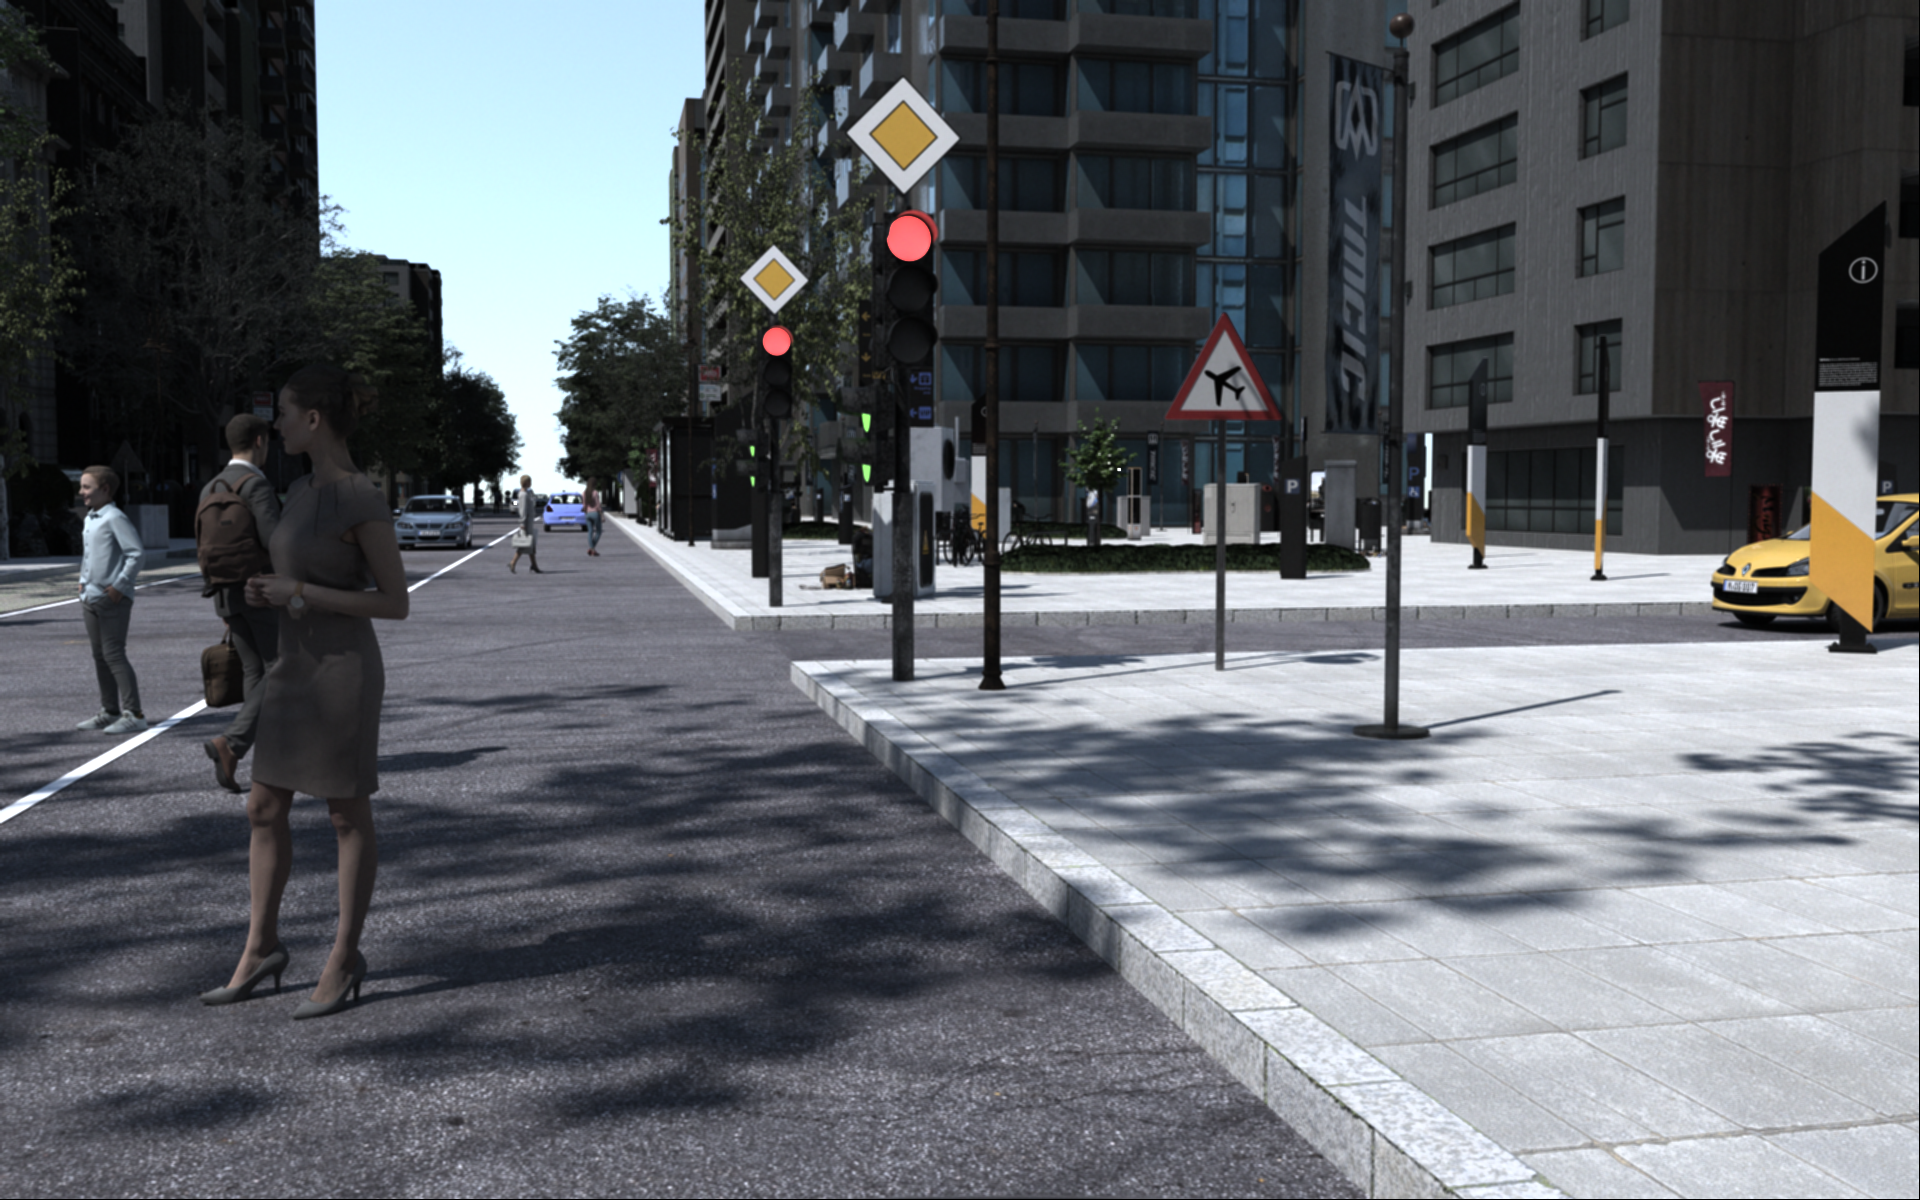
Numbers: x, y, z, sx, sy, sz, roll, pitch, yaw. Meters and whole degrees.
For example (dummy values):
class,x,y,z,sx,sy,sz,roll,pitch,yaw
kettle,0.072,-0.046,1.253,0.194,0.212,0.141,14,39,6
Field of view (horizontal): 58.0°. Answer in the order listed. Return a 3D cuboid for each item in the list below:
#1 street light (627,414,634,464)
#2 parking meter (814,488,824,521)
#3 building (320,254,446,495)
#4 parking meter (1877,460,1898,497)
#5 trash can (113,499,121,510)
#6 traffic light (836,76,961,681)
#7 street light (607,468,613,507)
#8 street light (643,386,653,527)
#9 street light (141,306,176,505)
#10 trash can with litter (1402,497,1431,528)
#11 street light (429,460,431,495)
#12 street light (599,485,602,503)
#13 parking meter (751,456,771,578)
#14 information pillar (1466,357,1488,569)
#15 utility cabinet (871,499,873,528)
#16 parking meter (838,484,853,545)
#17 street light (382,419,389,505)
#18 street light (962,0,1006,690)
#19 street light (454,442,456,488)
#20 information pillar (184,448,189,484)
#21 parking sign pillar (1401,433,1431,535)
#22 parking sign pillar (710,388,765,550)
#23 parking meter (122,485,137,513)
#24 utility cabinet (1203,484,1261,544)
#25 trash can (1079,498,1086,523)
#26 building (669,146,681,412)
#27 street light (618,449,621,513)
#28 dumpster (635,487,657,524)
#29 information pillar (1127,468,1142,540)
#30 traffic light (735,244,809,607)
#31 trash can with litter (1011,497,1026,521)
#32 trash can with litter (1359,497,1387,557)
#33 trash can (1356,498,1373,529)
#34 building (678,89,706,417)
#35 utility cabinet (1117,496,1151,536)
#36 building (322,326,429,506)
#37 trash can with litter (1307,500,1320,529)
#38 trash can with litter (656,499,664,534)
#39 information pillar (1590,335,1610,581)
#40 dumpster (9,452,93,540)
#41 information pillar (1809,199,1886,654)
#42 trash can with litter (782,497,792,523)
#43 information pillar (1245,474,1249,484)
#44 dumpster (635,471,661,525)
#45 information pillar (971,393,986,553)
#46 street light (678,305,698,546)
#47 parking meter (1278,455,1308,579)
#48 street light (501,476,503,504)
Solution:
class,x,y,z,sx,sy,sz,roll,pitch,yaw
street light,-17.647,-7.328,92.600,0.468,5.910,1.993,-1,4,-12
parking meter,-5.517,-3.623,67.648,0.372,1.533,0.369,0,3,0
building,-71.260,-26.982,212.851,14.160,30.474,14.107,-1,4,-12
parking meter,15.531,-1.435,29.181,0.399,1.863,0.255,0,4,-8
trash can,-25.881,-2.559,53.496,0.748,1.137,0.748,0,3,0
traffic light,-0.410,-1.400,11.814,0.839,4.253,0.868,-1,4,-12
street light,-28.479,-10.346,141.941,0.468,5.910,1.993,-1,4,-12
street light,-12.121,-5.801,67.636,0.468,5.910,1.993,-1,4,-12
street light,-19.682,-4.274,42.660,0.468,5.910,1.993,-1,4,-12
trash can with litter,16.254,-3.085,61.831,1.055,1.170,0.624,0,4,-3
street light,-35.809,-8.817,116.944,0.468,5.910,1.993,-1,4,-12
street light,-40.527,-13.724,197.173,0.468,5.910,1.993,-1,4,-12
parking meter,-3.032,-1.281,26.660,0.255,1.863,0.399,1,4,14
information pillar,8.846,-2.340,29.617,0.504,3.616,0.183,-3,5,-43
utility cabinet,-1.257,-1.008,27.647,0.306,1.237,1.020,0,4,-5
parking meter,-2.904,-2.179,44.045,0.372,1.533,0.369,0,3,0
street light,-30.433,-7.294,92.040,0.468,5.910,1.993,-1,4,-12
street light,0.211,-2.351,11.228,0.468,5.910,1.993,-1,4,-12
street light,-41.333,-10.338,141.815,0.468,5.910,1.993,-1,4,-12
information pillar,-36.773,-5.570,82.418,0.504,3.616,0.183,3,5,42
parking sign pillar,14.340,-4.035,54.451,1.447,3.967,1.447,1,4,20
parking sign pillar,-5.139,-3.190,40.624,1.447,3.967,1.447,-2,4,-23
parking meter,-22.850,-2.403,47.693,0.372,1.533,0.369,0,3,0
utility cabinet,5.726,-1.703,36.518,1.173,1.500,0.318,2,4,35
trash can,4.696,-3.134,62.901,0.748,1.137,0.748,0,3,0
building,-27.296,-32.041,207.469,14.154,41.232,14.086,-1,4,-12
street light,-23.052,-8.823,117.049,0.468,5.910,1.993,-1,4,-12
dumpster,-13.515,-4.268,75.536,1.264,1.857,1.865,-1,4,-12
information pillar,4.842,-2.665,48.059,0.304,2.012,0.304,-1,4,-17
traffic light,-2.117,-1.877,19.616,0.839,4.253,0.868,-1,4,-12
trash can with litter,2.073,-2.738,56.146,1.055,1.170,0.624,0,4,-7
trash can with litter,8.095,-1.514,35.818,2.233,1.210,1.678,-2,4,-23
trash can,14.845,-3.194,63.871,0.748,1.137,0.748,0,3,0
building,-23.917,-33.240,193.584,14.600,45.320,14.200,-1,4,-12
utility cabinet,5.265,-2.530,52.534,1.020,1.237,0.306,-2,4,-25
building,-74.048,-21.102,190.052,27.650,21.520,28.899,-1,4,-12
trash can with litter,12.842,-3.159,63.031,0.624,1.170,1.055,0,4,7
trash can with litter,-9.617,-2.739,56.171,0.624,1.170,1.055,-1,4,-19
information pillar,9.573,-2.107,25.811,0.183,3.616,0.504,2,4,29
dumpster,-21.112,-2.308,40.230,1.502,2.255,1.985,-1,4,-12
information pillar,7.162,-1.383,13.970,0.504,3.616,0.183,2,4,24
trash can with litter,-5.917,-2.948,59.580,0.624,1.170,1.055,-2,4,-34
information pillar,10.376,-3.590,63.194,0.304,2.012,0.304,1,4,16
dumpster,-12.682,-4.239,71.800,1.502,2.255,1.985,-1,4,-12
information pillar,0.500,-2.833,37.668,0.504,3.616,0.183,0,4,5
street light,-6.608,-4.261,42.451,0.468,5.910,1.993,-1,4,-12
parking meter,5.022,-1.250,26.143,0.399,1.863,0.255,1,4,22
street light,-59.051,-15.314,223.173,0.468,5.910,1.993,-1,4,-12
